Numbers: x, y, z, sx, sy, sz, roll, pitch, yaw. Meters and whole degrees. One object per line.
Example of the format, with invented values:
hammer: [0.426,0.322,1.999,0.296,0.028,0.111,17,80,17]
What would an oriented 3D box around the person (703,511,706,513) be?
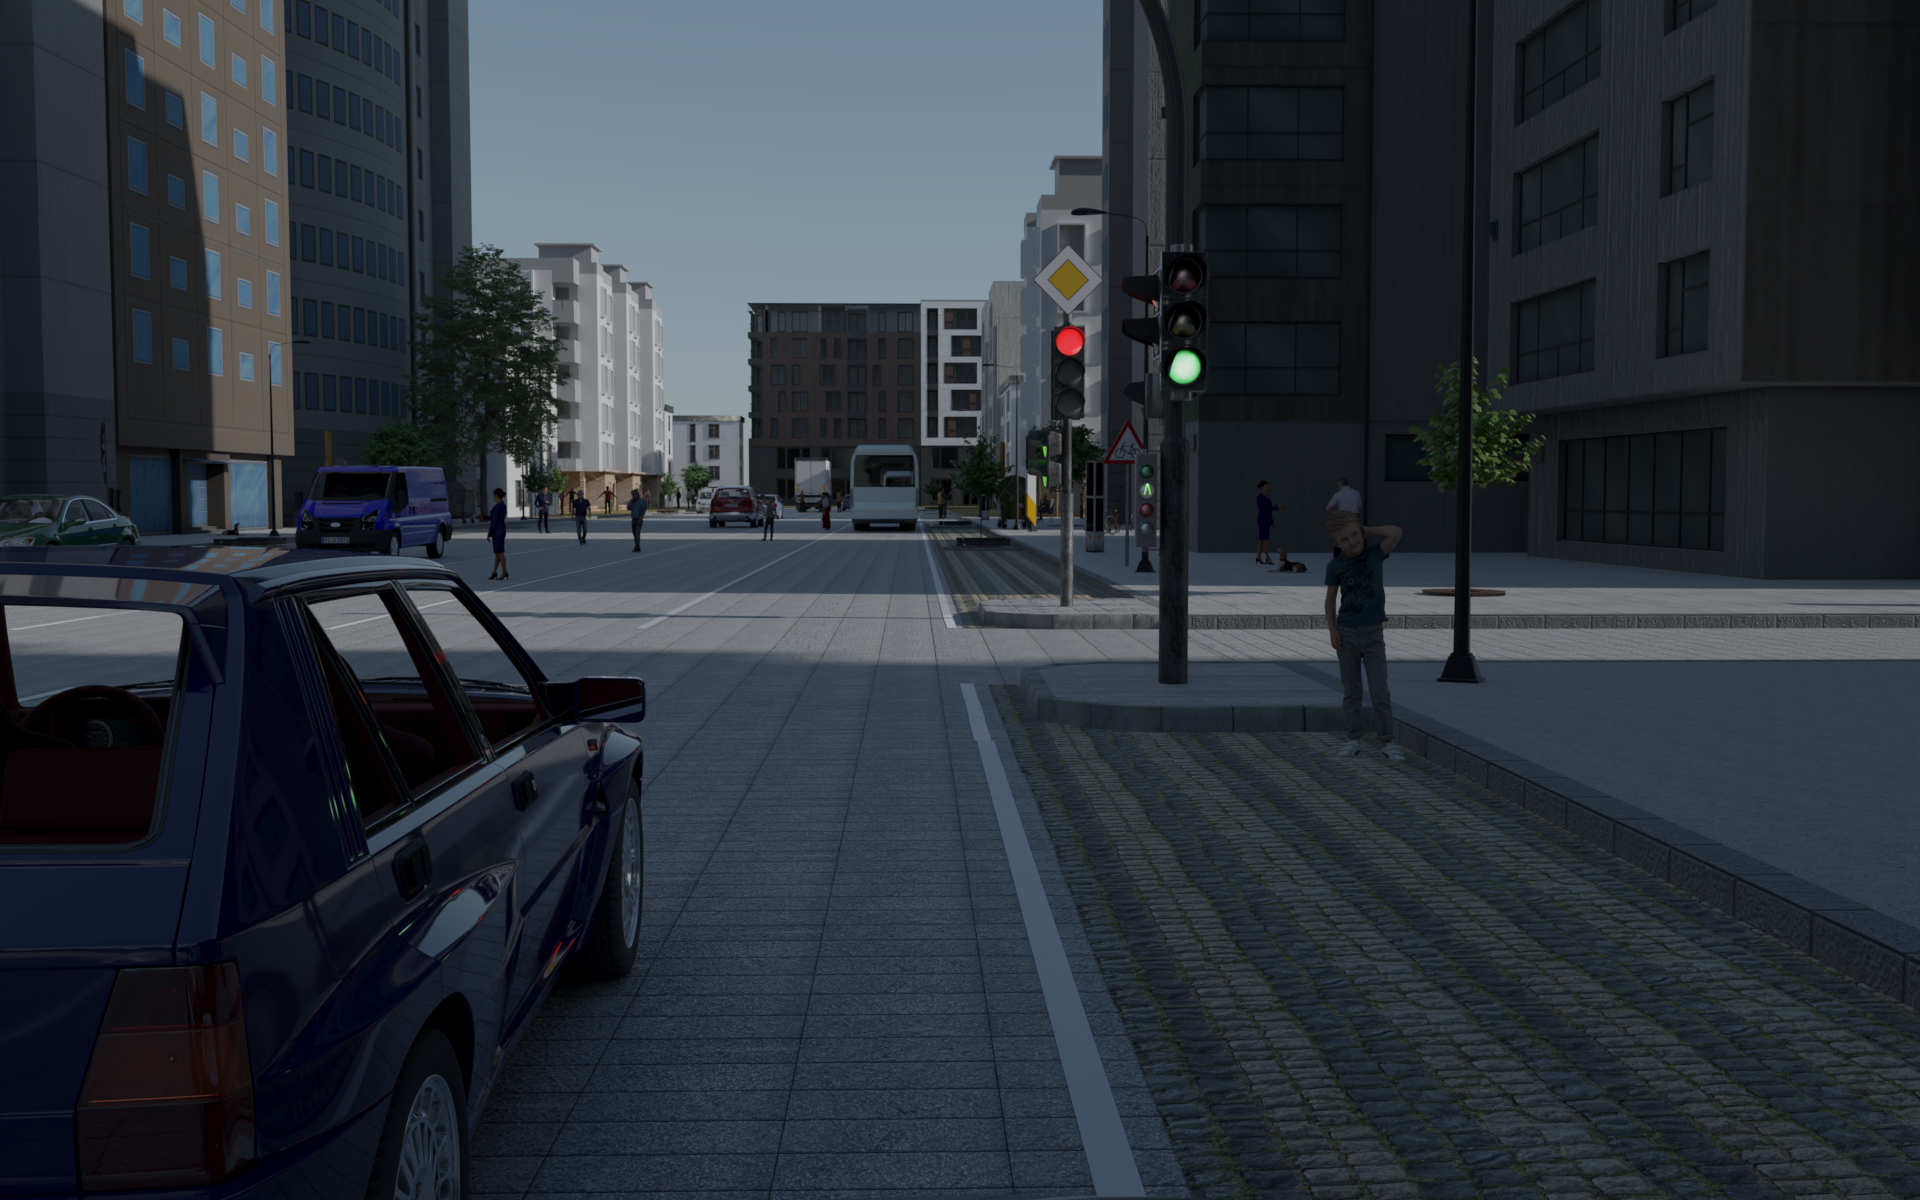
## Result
person: [-19.274,-7.462,130.499,0.705,1.824,1.348,0,4,-7]

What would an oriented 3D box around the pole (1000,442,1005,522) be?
pole: [1.670,-4.548,68.210,0.158,3.312,0.155,0,3,0]

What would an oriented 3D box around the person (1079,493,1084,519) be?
person: [6.385,-4.924,90.455,0.340,1.345,0.435,0,4,-5]

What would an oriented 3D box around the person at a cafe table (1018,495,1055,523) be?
person at a cafe table: [3.340,-4.051,77.101,1.726,1.238,1.698,-1,4,-14]

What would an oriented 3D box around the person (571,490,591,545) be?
person: [-10.662,-2.345,49.053,0.569,1.553,0.471,1,4,18]

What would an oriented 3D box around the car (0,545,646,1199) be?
car: [-1.750,0.529,3.924,1.945,1.354,3.894,0,4,-4]

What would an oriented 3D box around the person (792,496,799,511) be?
person: [-14.053,-8.585,149.653,0.721,1.735,1.217,2,4,34]

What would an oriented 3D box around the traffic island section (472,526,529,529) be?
traffic island section: [-18.998,-2.996,71.852,1.991,0.108,1.994,0,4,-2]

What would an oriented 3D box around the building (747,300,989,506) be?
building: [-6.670,-21.533,196.042,32.646,21.610,27.936,0,4,-2]

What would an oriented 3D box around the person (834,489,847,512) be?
person: [-9.457,-7.792,135.988,1.348,1.812,0.705,3,5,39]

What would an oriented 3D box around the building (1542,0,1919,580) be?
building: [17.901,-15.695,28.310,14.107,30.474,14.160,0,4,-2]

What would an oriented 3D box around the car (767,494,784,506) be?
car: [-14.901,-7.611,136.449,2.014,1.417,4.499,0,4,-1]

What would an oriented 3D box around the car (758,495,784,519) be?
car: [-11.071,-5.324,99.045,2.014,1.417,4.499,0,4,-3]

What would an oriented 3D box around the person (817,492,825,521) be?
person: [-7.327,-4.936,91.573,0.546,1.535,0.453,0,4,5]

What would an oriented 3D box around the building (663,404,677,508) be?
building: [-41.444,-13.447,162.009,28.070,9.664,9.099,0,4,-2]

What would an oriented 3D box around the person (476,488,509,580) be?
person: [-7.815,-1.102,28.890,0.546,1.535,0.453,-1,4,-11]

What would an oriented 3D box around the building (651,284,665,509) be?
building: [-34.226,-18.088,152.152,16.016,20.091,11.380,0,4,-2]

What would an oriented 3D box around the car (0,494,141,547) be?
car: [-15.330,-1.038,28.767,2.131,1.459,4.920,0,4,-3]

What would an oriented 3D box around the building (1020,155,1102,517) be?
building: [11.707,-15.072,102.839,16.016,20.091,11.380,0,4,-2]

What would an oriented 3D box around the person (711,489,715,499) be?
person: [-17.518,-7.008,123.059,0.705,1.826,1.348,0,4,1]

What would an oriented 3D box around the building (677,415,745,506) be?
building: [-37.481,-14.863,185.156,28.070,9.664,9.099,0,4,-2]

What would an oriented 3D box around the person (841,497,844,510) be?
person: [-10.931,-9.024,159.282,0.697,1.427,0.421,-1,4,-17]

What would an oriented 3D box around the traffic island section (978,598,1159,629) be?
traffic island section: [1.239,0.153,19.777,2.009,0.180,2.903,0,4,-2]

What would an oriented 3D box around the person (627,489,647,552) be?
person: [-7.948,-1.951,42.619,0.429,1.552,0.499,-2,4,-35]

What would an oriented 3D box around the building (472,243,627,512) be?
building: [-34.033,-16.644,128.543,16.016,20.091,11.380,0,4,-2]

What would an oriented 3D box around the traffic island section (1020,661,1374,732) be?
traffic island section: [1.462,0.641,11.795,2.009,0.180,2.903,0,4,-2]

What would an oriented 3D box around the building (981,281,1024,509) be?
building: [10.884,-17.497,152.538,16.747,18.905,31.486,0,4,-2]

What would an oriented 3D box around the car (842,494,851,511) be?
car: [-9.046,-8.192,145.944,2.014,1.417,4.499,0,4,-2]

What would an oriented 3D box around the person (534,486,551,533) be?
person: [-15.115,-3.289,62.985,0.504,1.737,0.576,3,4,36]

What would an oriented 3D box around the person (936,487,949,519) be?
person: [-1.055,-5.578,99.795,0.705,1.812,1.348,-2,4,-30]

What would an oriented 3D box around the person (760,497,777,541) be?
person: [-5.880,-2.495,53.197,0.435,1.345,0.340,-3,4,-36]

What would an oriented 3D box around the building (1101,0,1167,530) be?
building: [16.675,-32.531,73.882,21.231,58.520,28.212,0,4,-2]

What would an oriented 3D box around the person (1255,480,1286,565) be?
person: [5.642,-1.408,31.434,0.546,1.535,0.453,1,4,14]

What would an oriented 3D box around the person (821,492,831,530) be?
person: [-5.312,-3.534,68.742,0.387,1.526,0.523,0,4,-4]

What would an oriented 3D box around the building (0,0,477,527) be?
building: [-35.854,-32.679,76.293,21.231,58.520,28.212,0,4,-2]

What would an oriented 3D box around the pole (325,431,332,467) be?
pole: [-20.468,-3.814,56.194,0.158,3.312,0.155,0,3,0]

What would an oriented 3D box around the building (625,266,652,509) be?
building: [-34.193,-17.369,140.407,16.016,20.091,11.380,0,4,-2]

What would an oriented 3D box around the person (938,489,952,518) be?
person: [-0.898,-5.835,104.706,0.742,1.727,0.445,-2,4,-25]

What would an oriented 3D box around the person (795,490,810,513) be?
person: [-12.075,-7.569,132.973,1.217,1.735,0.721,-2,4,-25]

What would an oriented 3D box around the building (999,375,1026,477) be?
building: [8.014,-11.046,122.751,9.099,9.664,28.070,0,4,-2]

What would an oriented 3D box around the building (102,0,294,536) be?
building: [-31.347,-24.803,55.640,14.600,45.320,14.200,0,4,-2]

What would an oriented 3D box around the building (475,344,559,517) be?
building: [-29.816,-10.216,109.172,9.099,9.664,28.070,0,4,-2]

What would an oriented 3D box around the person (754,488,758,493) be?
person: [-14.049,-6.716,118.321,0.705,1.822,1.348,-1,4,-18]

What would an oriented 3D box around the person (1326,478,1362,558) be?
person: [6.366,-1.255,28.777,0.614,1.554,0.590,0,4,-3]

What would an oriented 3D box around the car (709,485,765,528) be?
car: [-9.651,-4.058,75.029,2.281,1.827,5.304,0,4,-1]

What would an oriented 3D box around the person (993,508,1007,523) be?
person: [1.830,-3.914,77.961,0.695,0.859,0.347,0,4,-2]

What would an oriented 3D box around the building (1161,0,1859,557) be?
building: [12.007,-16.648,43.893,14.160,30.474,14.107,0,4,-2]
